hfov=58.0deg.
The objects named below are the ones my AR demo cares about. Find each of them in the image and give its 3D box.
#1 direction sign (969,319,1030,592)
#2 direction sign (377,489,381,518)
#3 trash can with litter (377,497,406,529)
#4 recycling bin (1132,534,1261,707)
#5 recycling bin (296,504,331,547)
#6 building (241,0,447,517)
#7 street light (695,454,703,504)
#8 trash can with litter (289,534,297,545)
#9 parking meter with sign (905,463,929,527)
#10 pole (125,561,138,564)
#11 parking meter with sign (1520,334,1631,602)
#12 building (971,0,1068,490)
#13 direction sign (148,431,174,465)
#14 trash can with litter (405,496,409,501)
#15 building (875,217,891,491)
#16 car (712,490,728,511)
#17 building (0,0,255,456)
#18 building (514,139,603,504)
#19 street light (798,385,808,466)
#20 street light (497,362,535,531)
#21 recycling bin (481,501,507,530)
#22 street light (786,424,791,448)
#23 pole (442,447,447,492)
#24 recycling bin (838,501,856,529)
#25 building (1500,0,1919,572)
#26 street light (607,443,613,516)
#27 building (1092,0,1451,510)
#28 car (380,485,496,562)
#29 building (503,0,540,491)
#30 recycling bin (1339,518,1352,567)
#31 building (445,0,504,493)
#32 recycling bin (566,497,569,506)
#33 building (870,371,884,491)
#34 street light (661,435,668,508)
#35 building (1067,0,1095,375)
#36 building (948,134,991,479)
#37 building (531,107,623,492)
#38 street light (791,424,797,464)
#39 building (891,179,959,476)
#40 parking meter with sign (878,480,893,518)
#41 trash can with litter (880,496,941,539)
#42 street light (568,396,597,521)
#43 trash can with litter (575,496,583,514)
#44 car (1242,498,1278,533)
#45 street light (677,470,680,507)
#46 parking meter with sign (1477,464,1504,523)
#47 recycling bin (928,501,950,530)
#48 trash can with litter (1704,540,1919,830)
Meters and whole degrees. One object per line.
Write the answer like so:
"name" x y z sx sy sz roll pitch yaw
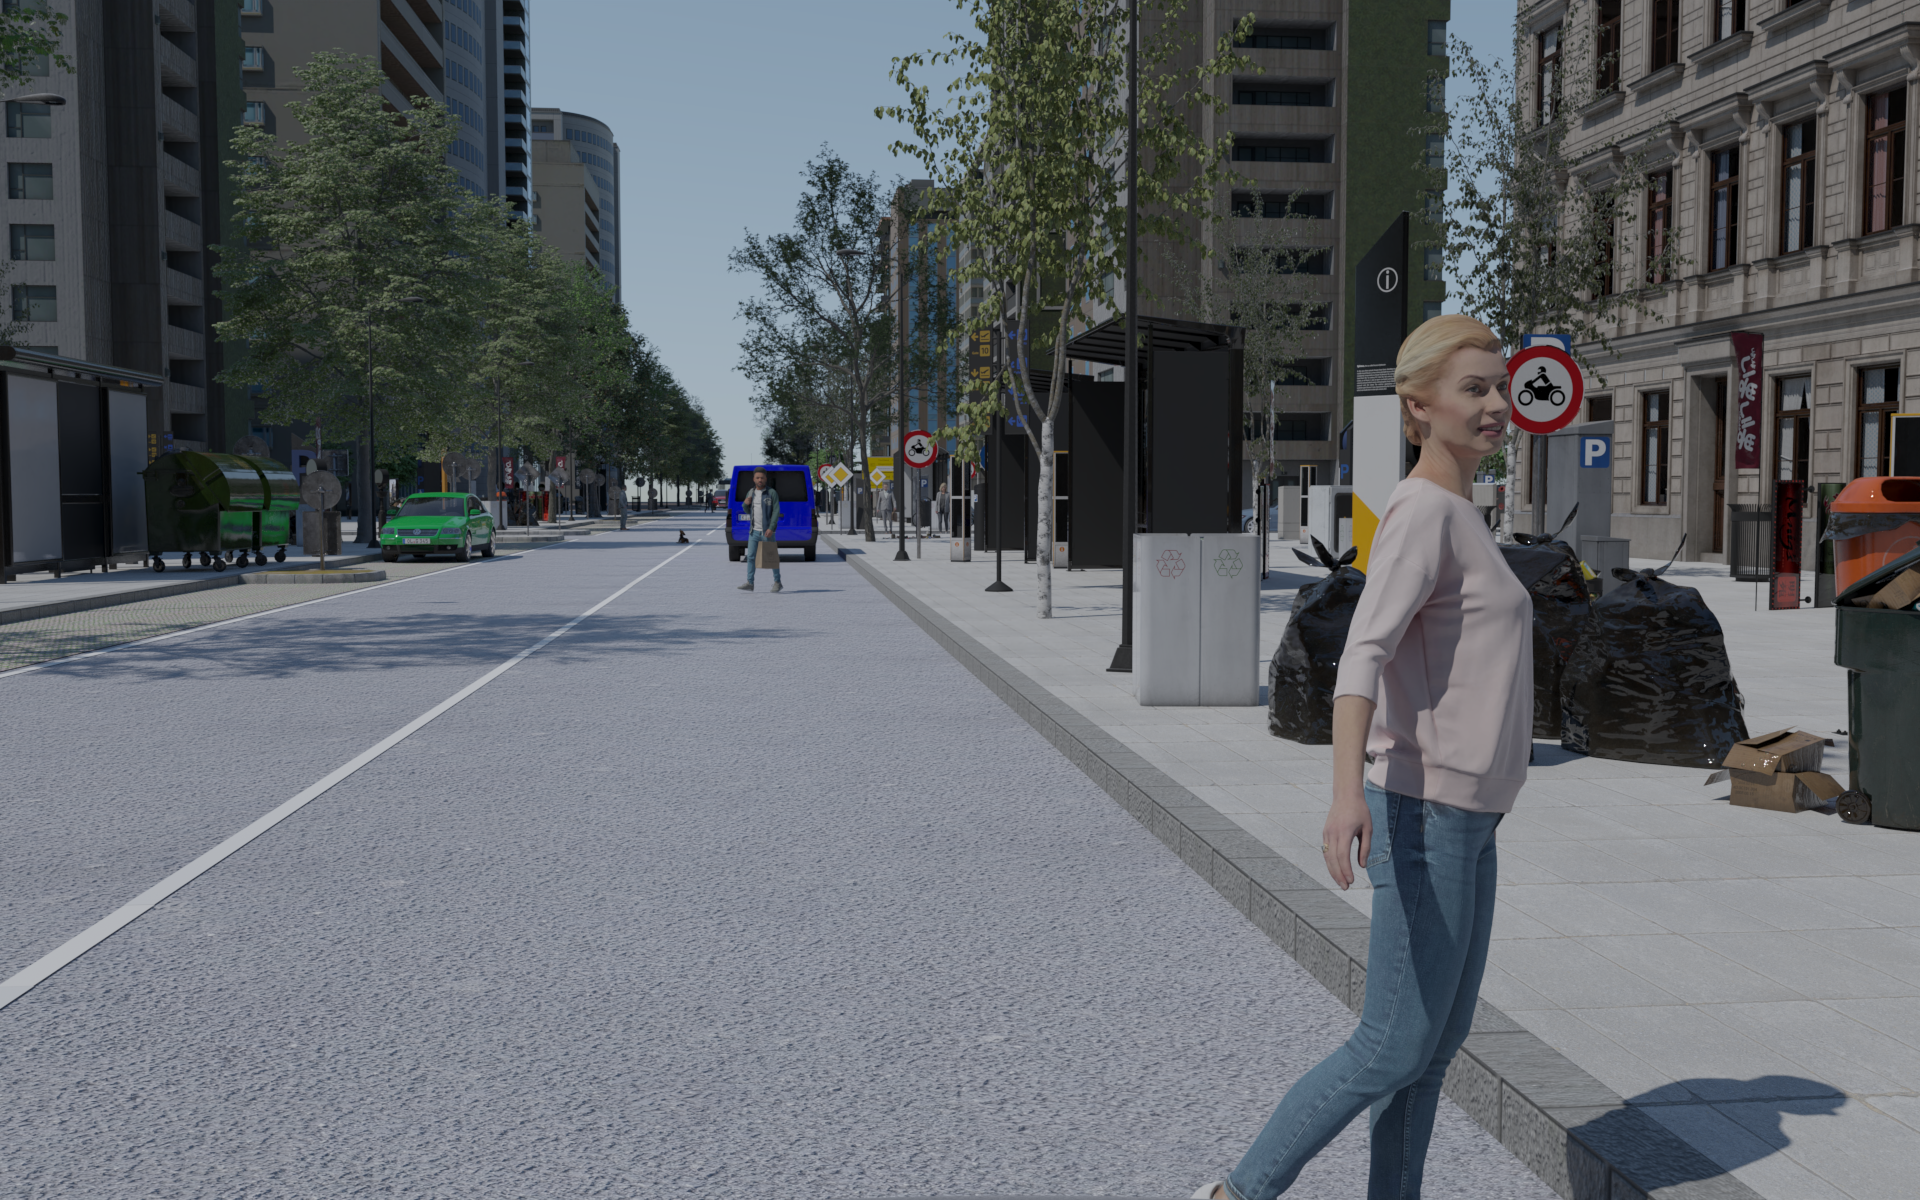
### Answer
"direction sign" 0.513 -1.880 22.740 0.876 3.537 0.379 2 4 27
"direction sign" -31.087 -6.165 92.789 0.379 3.537 0.876 -2 4 -30
"trash can with litter" -19.857 -3.004 60.502 1.055 1.170 0.624 0 4 7
"recycling bin" 1.460 0.109 10.772 0.722 1.027 0.722 0 4 1
"recycling bin" -15.863 -1.835 42.554 0.722 1.027 0.722 -1 4 -9
"building" -44.401 -29.532 106.547 21.300 48.544 21.600 0 4 -6
"street light" -30.652 -13.843 198.876 1.470 5.913 1.316 0 4 -6
"trash can with litter" -16.920 -1.957 43.392 1.055 1.170 0.624 -2 4 -33
"parking meter with sign" -1.582 -4.437 68.812 0.543 3.016 1.738 -2 4 -25
"pole" -15.140 -2.307 31.564 0.158 3.312 0.155 0 3 0
"parking meter with sign" 6.476 -1.339 18.156 0.543 3.016 1.738 0 4 -6
"building" 11.516 -42.154 127.466 20.563 71.187 20.611 0 4 -6
"direction sign" -28.714 -4.297 62.254 0.876 3.537 0.379 -1 4 -17
"trash can with litter" -41.021 -7.121 127.488 1.678 1.210 2.233 -1 4 -20
"building" -1.767 -37.515 267.994 22.147 44.769 28.867 0 4 -6
"car" -20.544 -8.680 150.593 2.281 1.827 5.304 0 4 -6
"building" -41.519 -18.761 78.446 14.160 30.474 14.107 0 4 -6
"building" -61.461 -37.662 239.475 21.300 48.544 21.600 0 4 -6
"street light" -5.967 -6.150 73.100 1.470 5.913 1.316 0 4 -6
"street light" -15.642 -5.407 60.941 1.470 5.913 1.316 0 4 -6
"recycling bin" -16.846 -3.057 62.544 0.722 1.027 0.722 3 5 43
"street light" -10.671 -8.715 115.026 1.470 5.913 1.316 0 4 -6
"pole" -21.972 -4.893 73.848 0.158 3.312 0.155 0 3 0
"recycling bin" -4.116 -3.162 64.246 0.722 1.027 0.722 -1 4 -12
"building" 18.456 -10.234 31.951 10.561 19.102 19.286 0 4 -6
"street light" -20.295 -7.977 102.969 1.470 5.913 1.316 0 4 -6
"building" 14.582 -19.157 84.922 14.107 30.474 14.160 0 4 -6
"car" -11.288 -1.763 37.623 1.959 1.807 4.718 0 4 -5
"building" -54.353 -52.731 174.826 22.319 86.520 31.000 0 4 -6
"recycling bin" 4.338 -0.324 17.859 0.722 1.027 0.722 0 4 -1
"building" -51.027 -36.913 145.530 21.231 58.520 28.212 0 4 -6
"recycling bin" -30.282 -7.328 132.374 0.722 1.027 0.722 -1 4 -23
"building" -8.237 -31.729 290.471 14.160 30.474 14.107 0 4 -6
"street light" -23.978 -10.033 136.573 1.470 5.913 1.316 0 4 -6
"building" 14.435 -27.704 103.065 14.600 45.320 14.200 0 4 -6
"building" 12.772 -30.404 188.990 32.217 40.220 23.993 0 4 -6
"building" -63.378 -44.157 263.969 21.231 58.520 28.212 0 4 -6
"street light" -8.270 -7.419 93.839 1.470 5.913 1.316 0 4 -6
"building" -2.440 -36.460 246.233 14.600 45.320 14.200 0 4 -6
"parking meter with sign" -3.746 -5.836 91.674 0.543 3.016 1.738 -3 4 -38
"trash can with litter" -1.428 -2.387 50.080 2.233 1.210 1.678 -3 4 -36
"street light" -17.904 -6.702 82.118 1.470 5.913 1.316 0 4 -6
"trash can with litter" -28.582 -7.283 130.463 0.624 1.170 1.055 0 4 8
"car" 11.428 -2.949 60.225 4.499 1.417 2.014 0 4 -8
"street light" -26.117 -11.306 157.388 1.470 5.913 1.316 0 4 -6
"parking meter with sign" 16.306 -3.517 53.767 0.543 3.016 1.738 0 4 3
"recycling bin" -0.688 -3.047 62.372 0.722 1.027 0.722 1 4 22
"trash can with litter" 3.516 0.277 6.858 0.624 1.170 1.055 -3 5 -43
